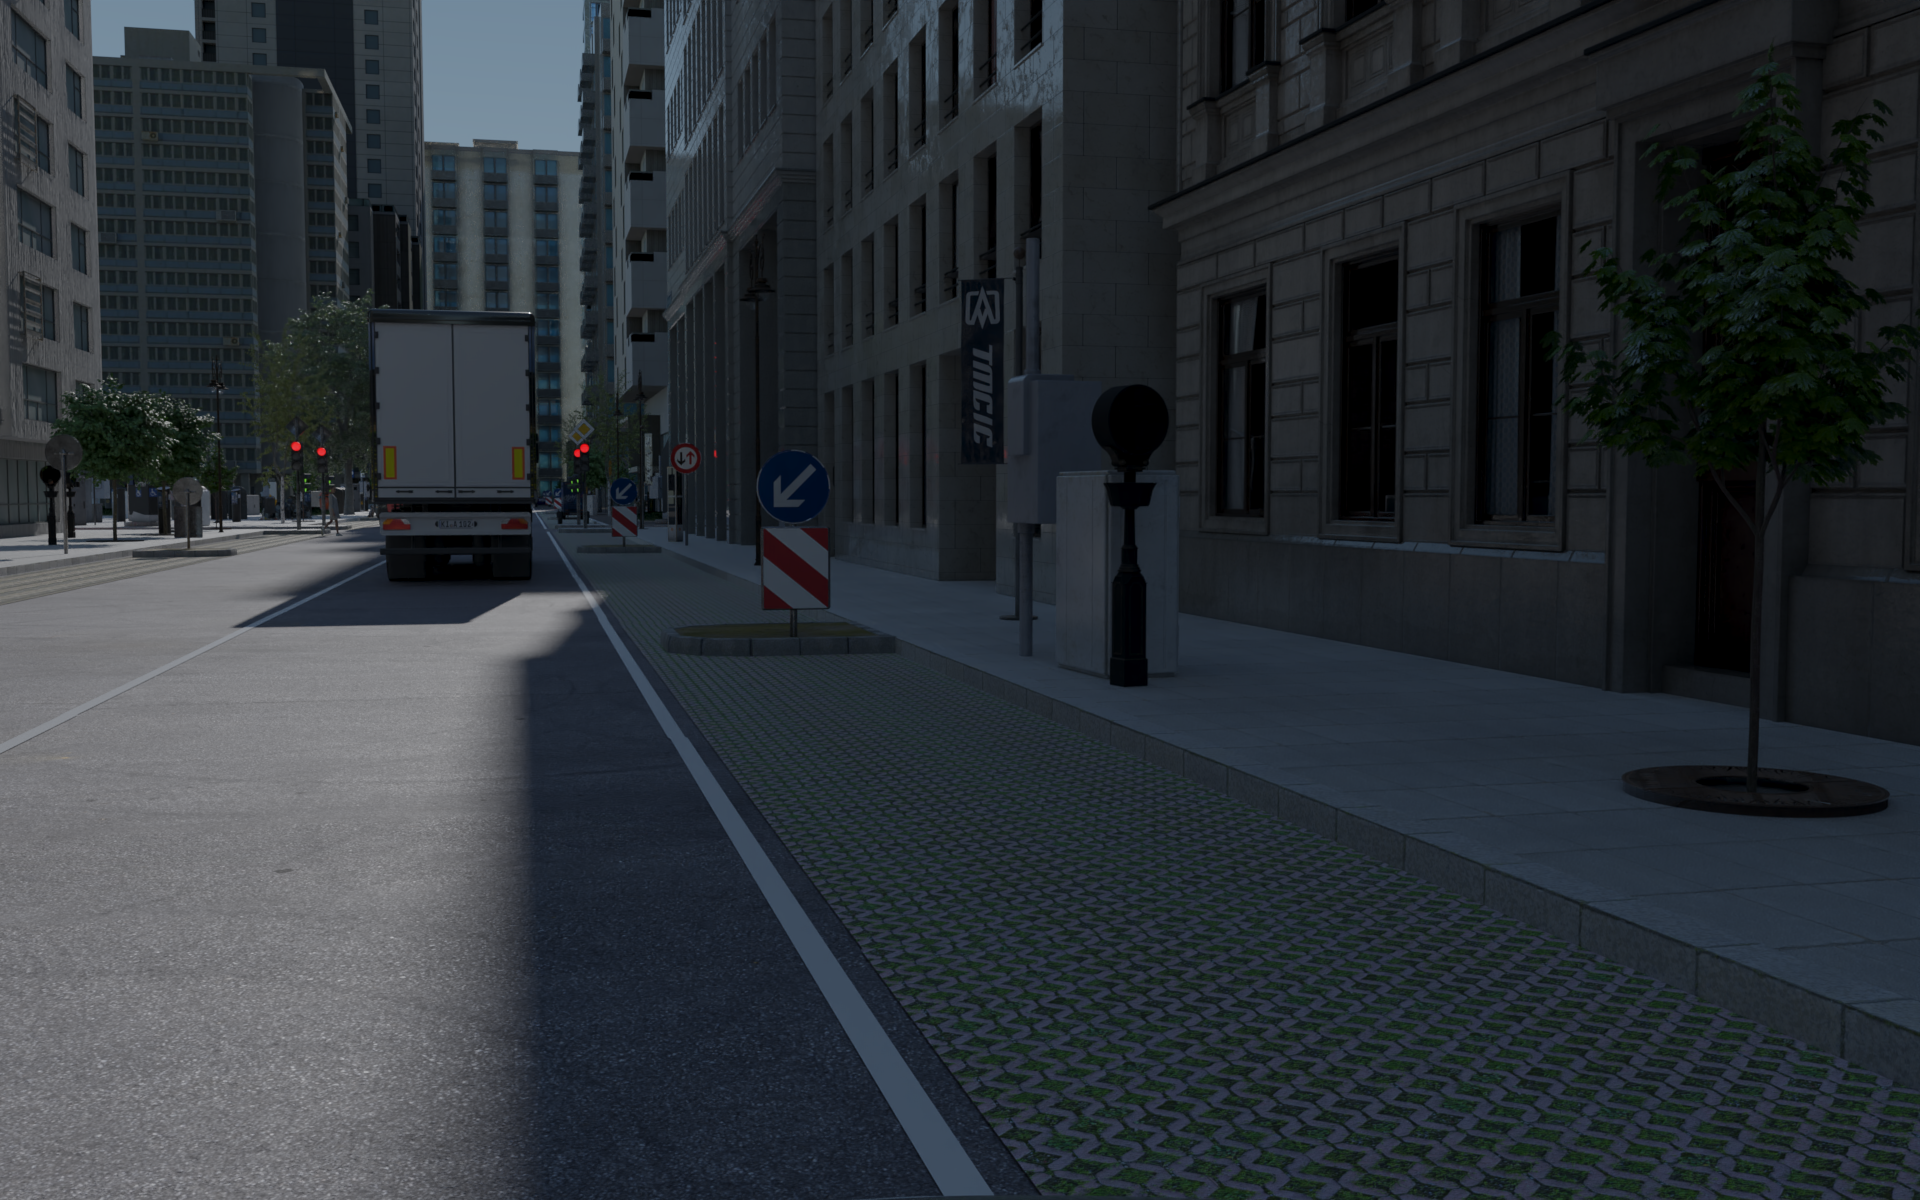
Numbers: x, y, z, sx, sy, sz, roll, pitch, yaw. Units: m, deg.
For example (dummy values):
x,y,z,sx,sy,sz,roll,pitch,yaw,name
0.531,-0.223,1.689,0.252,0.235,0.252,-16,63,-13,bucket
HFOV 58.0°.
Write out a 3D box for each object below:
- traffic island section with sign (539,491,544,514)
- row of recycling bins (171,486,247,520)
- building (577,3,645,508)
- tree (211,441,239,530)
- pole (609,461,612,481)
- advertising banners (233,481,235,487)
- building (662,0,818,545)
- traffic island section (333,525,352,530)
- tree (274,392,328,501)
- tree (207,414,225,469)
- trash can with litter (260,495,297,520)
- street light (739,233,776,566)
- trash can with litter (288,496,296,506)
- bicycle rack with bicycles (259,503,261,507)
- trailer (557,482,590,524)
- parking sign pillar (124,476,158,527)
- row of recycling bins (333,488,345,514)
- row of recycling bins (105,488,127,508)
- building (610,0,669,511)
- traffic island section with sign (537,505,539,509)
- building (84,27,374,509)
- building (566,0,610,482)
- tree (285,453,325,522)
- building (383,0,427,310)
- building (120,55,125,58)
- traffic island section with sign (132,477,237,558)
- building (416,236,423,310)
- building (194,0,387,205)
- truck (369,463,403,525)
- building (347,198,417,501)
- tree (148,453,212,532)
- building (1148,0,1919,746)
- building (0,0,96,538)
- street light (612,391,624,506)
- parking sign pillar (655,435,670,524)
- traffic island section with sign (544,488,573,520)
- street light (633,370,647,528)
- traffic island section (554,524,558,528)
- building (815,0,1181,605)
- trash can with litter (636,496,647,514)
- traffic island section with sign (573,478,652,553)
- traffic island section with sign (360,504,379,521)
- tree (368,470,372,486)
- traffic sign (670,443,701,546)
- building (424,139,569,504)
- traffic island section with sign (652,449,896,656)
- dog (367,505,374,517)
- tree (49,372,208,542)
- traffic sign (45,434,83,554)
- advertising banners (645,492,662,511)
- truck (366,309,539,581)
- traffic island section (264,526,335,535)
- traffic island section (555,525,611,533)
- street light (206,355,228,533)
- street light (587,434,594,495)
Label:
x,y,z,sx,sy,sz,roll,pitch,yaw,name
-28.560,-6.971,122.611,1.989,1.847,2.006,-1,4,-14,traffic island section with sign
-37.612,-4.876,86.834,3.534,1.692,1.069,-3,4,-37,row of recycling bins
-26.940,-33.996,175.449,23.786,49.044,30.456,-1,4,-14,building
-26.723,-4.148,62.427,1.663,3.219,1.824,0,3,0,tree
-21.309,-6.832,105.548,0.158,3.312,0.155,0,3,0,pole
-57.480,-8.591,136.647,0.090,3.025,2.074,-2,4,-35,advertising banners
-2.008,-16.707,50.649,11.434,29.767,29.804,-1,4,-14,building
-25.694,-2.913,69.914,2.009,0.180,2.903,-1,4,-14,traffic island section
-45.885,-10.411,120.577,4.360,8.622,3.978,0,3,0,tree
-24.648,-4.286,53.797,4.285,4.588,4.351,0,3,0,tree
-33.709,-4.564,85.673,2.233,1.210,1.678,-2,4,-35,trash can with litter
-3.617,-3.558,30.955,0.468,5.910,1.993,-1,4,-14,street light
-47.624,-6.865,123.631,0.624,1.170,1.055,0,4,-4,trash can with litter
-51.498,-6.955,127.103,2.925,0.926,2.852,2,4,26,bicycle rack with bicycles
-18.293,-4.567,81.711,1.471,1.999,3.904,-1,4,-15,trailer
-32.442,-4.909,68.742,1.447,3.967,1.447,2,4,31,parking sign pillar
-40.296,-6.457,112.677,1.069,1.692,3.534,-1,4,-10,row of recycling bins
-54.308,-6.410,111.911,1.069,1.692,3.534,-3,5,-42,row of recycling bins
-11.813,-33.069,129.909,28.713,52.752,27.495,-1,4,-14,building
-40.837,-9.956,171.407,1.989,1.847,2.006,-1,4,-14,traffic island section with sign
-66.195,-27.974,149.255,32.217,40.220,23.993,-1,4,-14,building
-35.232,-54.554,204.635,22.319,86.520,31.000,-1,4,-14,building
-30.365,-5.223,80.004,1.663,3.219,1.824,0,3,0,tree
-73.241,-46.653,201.030,20.611,71.187,20.563,-1,4,-14,building
-93.490,-34.986,195.714,21.600,48.544,21.300,-1,4,-14,building
-17.827,-1.915,39.938,1.989,1.847,2.006,-1,4,-14,traffic island section with sign
-64.833,-25.256,184.640,14.160,30.474,14.107,-1,4,-14,building
-87.417,-48.290,227.796,20.611,71.187,20.563,-1,4,-14,building
-24.150,-5.371,76.728,2.839,4.237,11.283,-1,4,-12,truck
-61.519,-24.382,170.340,14.160,30.474,14.107,-1,4,-14,building
-26.774,-3.941,59.038,1.663,3.219,1.824,0,3,0,tree
9.006,-8.958,11.094,10.561,19.102,19.286,-1,4,-14,building
-34.795,-22.544,52.188,14.086,41.232,14.154,-1,4,-14,building
-15.367,-6.423,77.812,0.468,5.910,1.993,-1,4,-14,street light
-12.498,-5.293,75.019,1.447,3.967,1.447,-2,4,-28,parking sign pillar
-21.917,-5.357,96.221,1.989,1.847,2.006,-1,4,-14,traffic island section with sign
-11.876,-5.604,64.414,0.468,5.910,1.993,-1,4,-14,street light
-15.906,-3.063,72.364,2.009,0.180,2.903,-1,4,-14,traffic island section
4.139,-10.625,28.466,10.420,20.320,16.860,-1,4,-14,building
-17.912,-5.337,98.651,1.055,1.170,0.624,1,4,18,trash can with litter
-8.398,-2.072,42.513,1.989,1.847,2.006,-1,4,-14,traffic island section with sign
-31.390,-5.213,93.855,1.989,1.847,2.006,-1,4,-14,traffic island section with sign
-44.291,-9.202,134.166,4.285,4.588,4.351,0,3,0,tree
-6.805,-2.627,43.057,0.768,2.556,0.104,0,4,-6,traffic sign
-63.181,-37.747,236.778,30.456,49.044,23.786,-1,4,-14,building
-1.766,-0.461,16.163,1.989,1.847,2.006,-1,4,-14,traffic island section with sign
-33.366,-4.982,98.296,0.513,0.831,0.800,0,4,-5,dog
-22.777,-3.844,46.571,4.285,4.588,4.351,0,3,0,tree
-19.160,-2.259,37.045,0.768,2.556,0.104,0,4,-6,traffic sign
-15.793,-5.900,92.659,2.074,3.025,0.090,-1,4,-20,advertising banners
-9.144,-2.630,31.912,2.839,4.237,11.283,-1,4,-15,truck
-23.745,-2.440,62.170,2.009,0.180,2.903,-1,4,-14,traffic island section
-13.956,-2.590,64.620,2.009,0.180,2.903,-1,4,-14,traffic island section
-24.690,-5.193,57.701,0.468,5.910,1.993,-1,4,-14,street light
-23.747,-8.477,111.389,0.468,5.910,1.993,-1,4,-14,street light
